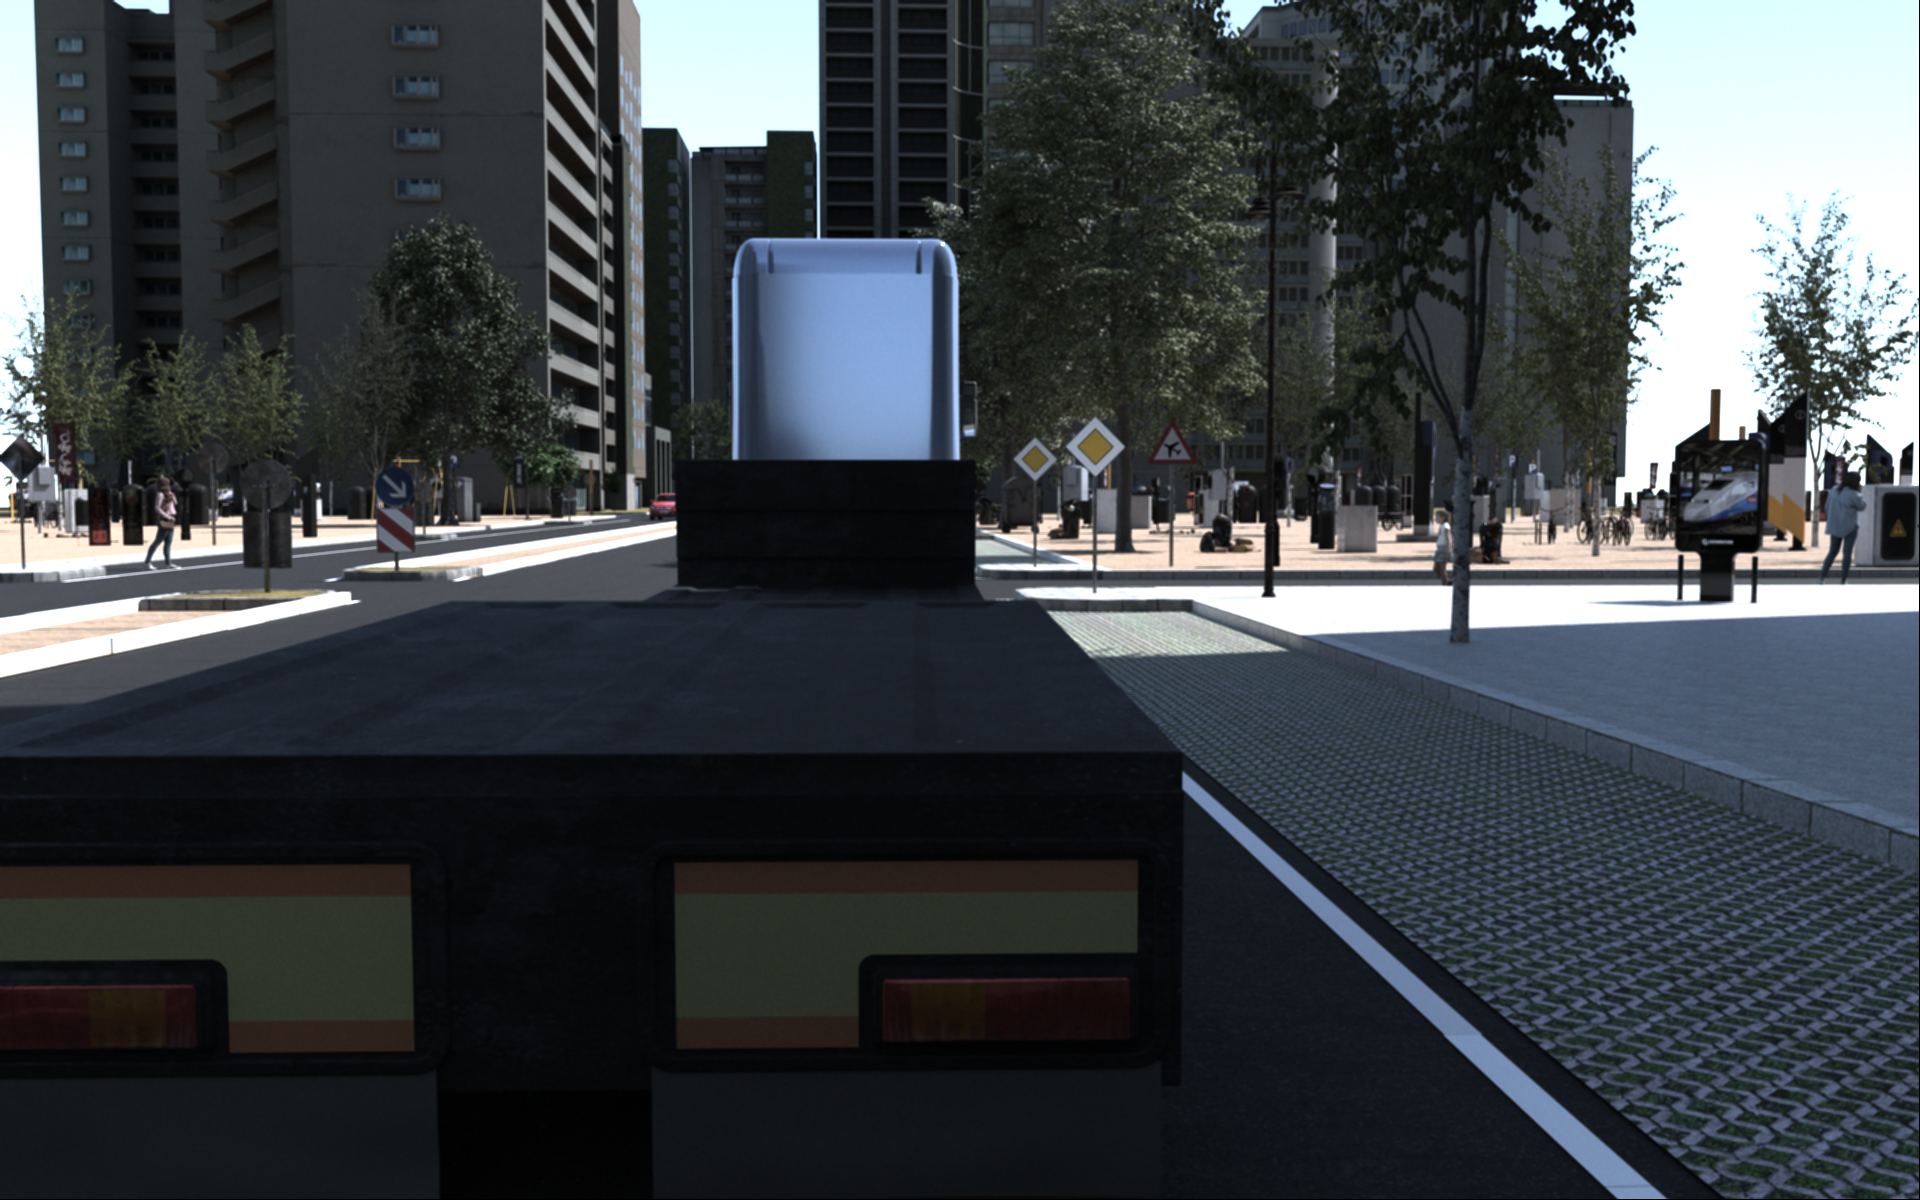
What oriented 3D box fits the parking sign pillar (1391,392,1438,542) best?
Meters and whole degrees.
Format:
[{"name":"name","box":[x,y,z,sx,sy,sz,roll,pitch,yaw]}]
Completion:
[{"name":"parking sign pillar","box":[12.482,-3.551,46.531,1.447,3.967,1.447,1,4,20]}]

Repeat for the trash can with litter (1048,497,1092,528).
[{"name":"trash can with litter","box":[4.390,-3.313,65.224,2.233,1.210,1.678,2,4,35]}]

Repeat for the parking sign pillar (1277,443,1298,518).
[{"name":"parking sign pillar","box":[17.261,-6.310,91.647,1.447,3.967,1.447,2,4,34]}]

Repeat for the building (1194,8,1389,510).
[{"name":"building","box":[16.011,-27.579,142.791,32.217,40.220,23.993,0,4,-3]}]

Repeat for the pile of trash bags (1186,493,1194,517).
[{"name":"pile of trash bags","box":[14.564,-5.489,99.497,3.447,1.369,1.912,-1,4,-19]}]

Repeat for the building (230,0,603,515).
[{"name":"building","box":[-36.104,-29.965,113.636,21.300,48.544,21.600,0,4,-3]}]

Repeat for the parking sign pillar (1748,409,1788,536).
[{"name":"parking sign pillar","box":[25.060,-4.008,54.006,1.447,3.967,1.447,0,4,-1]}]

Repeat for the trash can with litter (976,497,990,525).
[{"name":"trash can with litter","box":[1.119,-3.684,71.613,0.624,1.170,1.055,2,4,34]}]

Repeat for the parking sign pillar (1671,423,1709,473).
[{"name":"parking sign pillar","box":[27.676,-4.719,65.630,1.447,3.967,1.447,0,4,-1]}]

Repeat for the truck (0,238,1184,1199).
[{"name":"truck","box":[-1.046,-1.392,12.513,2.967,4.110,18.799,0,4,-2]}]

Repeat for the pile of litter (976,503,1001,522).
[{"name":"pile of litter","box":[1.289,-4.075,80.592,1.719,0.858,1.176,-3,5,-45]}]

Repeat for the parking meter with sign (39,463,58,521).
[{"name":"parking meter with sign","box":[-44.265,-5.370,84.062,1.738,3.016,0.543,2,4,32]}]

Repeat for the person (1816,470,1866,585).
[{"name":"person","box":[13.570,-1.096,26.689,0.793,1.790,0.793,2,4,27]}]

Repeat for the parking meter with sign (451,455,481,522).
[{"name":"parking meter with sign","box":[-22.471,-5.040,78.659,0.543,3.016,1.738,1,4,20]}]

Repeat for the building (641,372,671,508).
[{"name":"building","box":[-44.389,-51.976,162.472,31.000,86.520,22.319,0,4,-3]}]

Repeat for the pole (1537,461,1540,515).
[{"name":"pole","box":[35.503,-6.891,106.507,0.158,3.312,0.155,0,3,0]}]

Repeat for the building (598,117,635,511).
[{"name":"building","box":[-33.063,-22.079,132.695,14.160,30.474,14.107,0,4,-3]}]

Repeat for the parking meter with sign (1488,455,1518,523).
[{"name":"parking meter with sign","box":[23.624,-4.893,76.254,1.738,3.016,0.543,-1,4,-18]}]

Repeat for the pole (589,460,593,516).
[{"name":"pole","box":[-21.861,-6.659,102.711,0.158,3.312,0.155,0,3,0]}]

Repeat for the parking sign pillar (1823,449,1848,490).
[{"name":"parking sign pillar","box":[51.781,-6.968,102.396,1.447,3.967,1.447,1,4,22]}]

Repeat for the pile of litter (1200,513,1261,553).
[{"name":"pile of litter","box":[6.017,-1.491,38.343,1.719,0.858,1.176,-2,4,-28]}]

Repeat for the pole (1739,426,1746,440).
[{"name":"pole","box":[23.339,-3.542,51.754,0.158,3.312,0.155,0,3,0]}]

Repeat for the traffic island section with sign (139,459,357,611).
[{"name":"traffic island section with sign","box":[-9.034,-0.850,22.036,2.006,1.907,1.989,0,4,-3]}]

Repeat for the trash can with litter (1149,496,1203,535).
[{"name":"trash can with litter","box":[6.987,-2.741,55.872,2.233,1.210,1.678,-1,4,-23]}]

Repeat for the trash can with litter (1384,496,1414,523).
[{"name":"trash can with litter","box":[19.821,-4.085,77.844,2.233,1.210,1.678,1,4,22]}]

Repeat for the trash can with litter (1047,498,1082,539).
[{"name":"trash can with litter","box":[2.951,-2.327,49.426,1.055,1.170,0.624,3,5,41]}]

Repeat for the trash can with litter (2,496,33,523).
[{"name":"trash can with litter","box":[-41.748,-4.013,76.663,1.678,1.210,2.233,-1,4,-14]}]

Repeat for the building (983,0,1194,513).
[{"name":"building","box":[8.518,-26.895,123.333,14.154,41.232,14.086,0,4,-3]}]

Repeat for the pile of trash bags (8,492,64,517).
[{"name":"pile of trash bags","box":[-51.290,-5.257,95.700,3.447,1.369,1.912,1,4,22]}]

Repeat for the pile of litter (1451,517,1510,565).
[{"name":"pile of litter","box":[9.645,-1.119,32.253,1.176,0.858,1.719,1,4,20]}]

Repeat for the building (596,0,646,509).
[{"name":"building","box":[-34.636,-30.357,146.455,14.600,45.320,14.200,0,4,-3]}]

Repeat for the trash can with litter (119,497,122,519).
[{"name":"trash can with litter","box":[-42.770,-4.655,87.162,1.678,1.210,2.233,0,4,4]}]

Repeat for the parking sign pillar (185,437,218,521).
[{"name":"parking sign pillar","box":[-35.942,-5.719,81.971,1.447,3.967,1.447,3,5,40]}]

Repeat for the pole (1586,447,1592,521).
[{"name":"pole","box":[26.472,-4.836,72.912,0.158,3.312,0.155,0,3,0]}]

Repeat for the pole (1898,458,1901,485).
[{"name":"pole","box":[53.235,-6.376,98.092,0.158,3.312,0.155,0,3,0]}]

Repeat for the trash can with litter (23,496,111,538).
[{"name":"trash can with litter","box":[-26.394,-2.465,51.357,2.233,1.210,1.678,-2,4,-34]}]

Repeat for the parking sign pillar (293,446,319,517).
[{"name":"parking sign pillar","box":[-36.442,-6.611,96.557,1.447,3.967,1.447,-3,4,-37]}]

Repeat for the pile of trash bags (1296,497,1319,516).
[{"name":"pile of trash bags","box":[19.742,-5.634,101.868,3.447,1.369,1.912,-2,4,-33]}]

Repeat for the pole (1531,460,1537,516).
[{"name":"pole","box":[33.779,-6.630,102.246,0.158,3.312,0.155,0,3,0]}]

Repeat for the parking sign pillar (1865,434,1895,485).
[{"name":"parking sign pillar","box":[41.213,-5.451,77.602,1.447,3.967,1.447,-1,4,-20]}]

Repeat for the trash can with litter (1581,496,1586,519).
[{"name":"trash can with litter","box":[31.847,-4.704,88.290,0.624,1.170,1.055,0,4,5]}]

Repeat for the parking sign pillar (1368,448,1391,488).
[{"name":"parking sign pillar","box":[23.244,-6.561,95.740,1.447,3.967,1.447,0,4,-5]}]

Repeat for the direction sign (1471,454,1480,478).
[{"name":"direction sign","box":[28.985,-6.446,97.396,0.876,3.537,0.379,-3,5,-45]}]

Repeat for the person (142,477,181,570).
[{"name":"person","box":[-15.185,-1.456,32.893,0.643,1.750,0.593,-1,4,-16]}]

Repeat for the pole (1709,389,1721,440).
[{"name":"pole","box":[14.612,-2.431,33.584,0.158,3.312,0.155,0,3,0]}]

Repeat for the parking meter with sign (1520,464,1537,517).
[{"name":"parking meter with sign","box":[32.688,-6.327,99.705,0.543,3.016,1.738,0,4,3]}]

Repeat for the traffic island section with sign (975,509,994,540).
[{"name":"traffic island section with sign","box":[0.033,-2.831,54.907,1.989,1.847,2.006,0,4,-3]}]

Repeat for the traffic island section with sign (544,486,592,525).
[{"name":"traffic island section with sign","box":[-18.372,-4.449,81.377,1.989,1.847,2.006,0,4,-3]}]

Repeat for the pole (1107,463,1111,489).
[{"name":"pole","box":[7.528,-5.746,87.786,0.158,3.312,0.155,0,3,0]}]

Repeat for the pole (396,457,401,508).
[{"name":"pole","box":[-27.076,-5.486,83.543,0.158,3.312,0.155,0,3,0]}]

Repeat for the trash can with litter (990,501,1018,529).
[{"name":"trash can with litter","box":[1.713,-3.155,62.967,0.624,1.170,1.055,-2,4,-27]}]

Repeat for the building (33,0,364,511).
[{"name":"building","box":[-71.042,-33.013,163.461,21.600,48.544,21.300,0,4,-3]}]

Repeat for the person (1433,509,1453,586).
[{"name":"person","box":[6.995,-0.693,24.839,0.382,1.210,0.505,0,4,2]}]

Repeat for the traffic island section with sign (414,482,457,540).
[{"name":"traffic island section with sign","box":[-16.936,-2.803,54.460,1.989,1.847,2.006,0,4,-3]}]

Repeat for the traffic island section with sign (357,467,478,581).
[{"name":"traffic island section with sign","box":[-9.418,-1.303,29.433,2.006,1.907,1.989,0,4,-3]}]
